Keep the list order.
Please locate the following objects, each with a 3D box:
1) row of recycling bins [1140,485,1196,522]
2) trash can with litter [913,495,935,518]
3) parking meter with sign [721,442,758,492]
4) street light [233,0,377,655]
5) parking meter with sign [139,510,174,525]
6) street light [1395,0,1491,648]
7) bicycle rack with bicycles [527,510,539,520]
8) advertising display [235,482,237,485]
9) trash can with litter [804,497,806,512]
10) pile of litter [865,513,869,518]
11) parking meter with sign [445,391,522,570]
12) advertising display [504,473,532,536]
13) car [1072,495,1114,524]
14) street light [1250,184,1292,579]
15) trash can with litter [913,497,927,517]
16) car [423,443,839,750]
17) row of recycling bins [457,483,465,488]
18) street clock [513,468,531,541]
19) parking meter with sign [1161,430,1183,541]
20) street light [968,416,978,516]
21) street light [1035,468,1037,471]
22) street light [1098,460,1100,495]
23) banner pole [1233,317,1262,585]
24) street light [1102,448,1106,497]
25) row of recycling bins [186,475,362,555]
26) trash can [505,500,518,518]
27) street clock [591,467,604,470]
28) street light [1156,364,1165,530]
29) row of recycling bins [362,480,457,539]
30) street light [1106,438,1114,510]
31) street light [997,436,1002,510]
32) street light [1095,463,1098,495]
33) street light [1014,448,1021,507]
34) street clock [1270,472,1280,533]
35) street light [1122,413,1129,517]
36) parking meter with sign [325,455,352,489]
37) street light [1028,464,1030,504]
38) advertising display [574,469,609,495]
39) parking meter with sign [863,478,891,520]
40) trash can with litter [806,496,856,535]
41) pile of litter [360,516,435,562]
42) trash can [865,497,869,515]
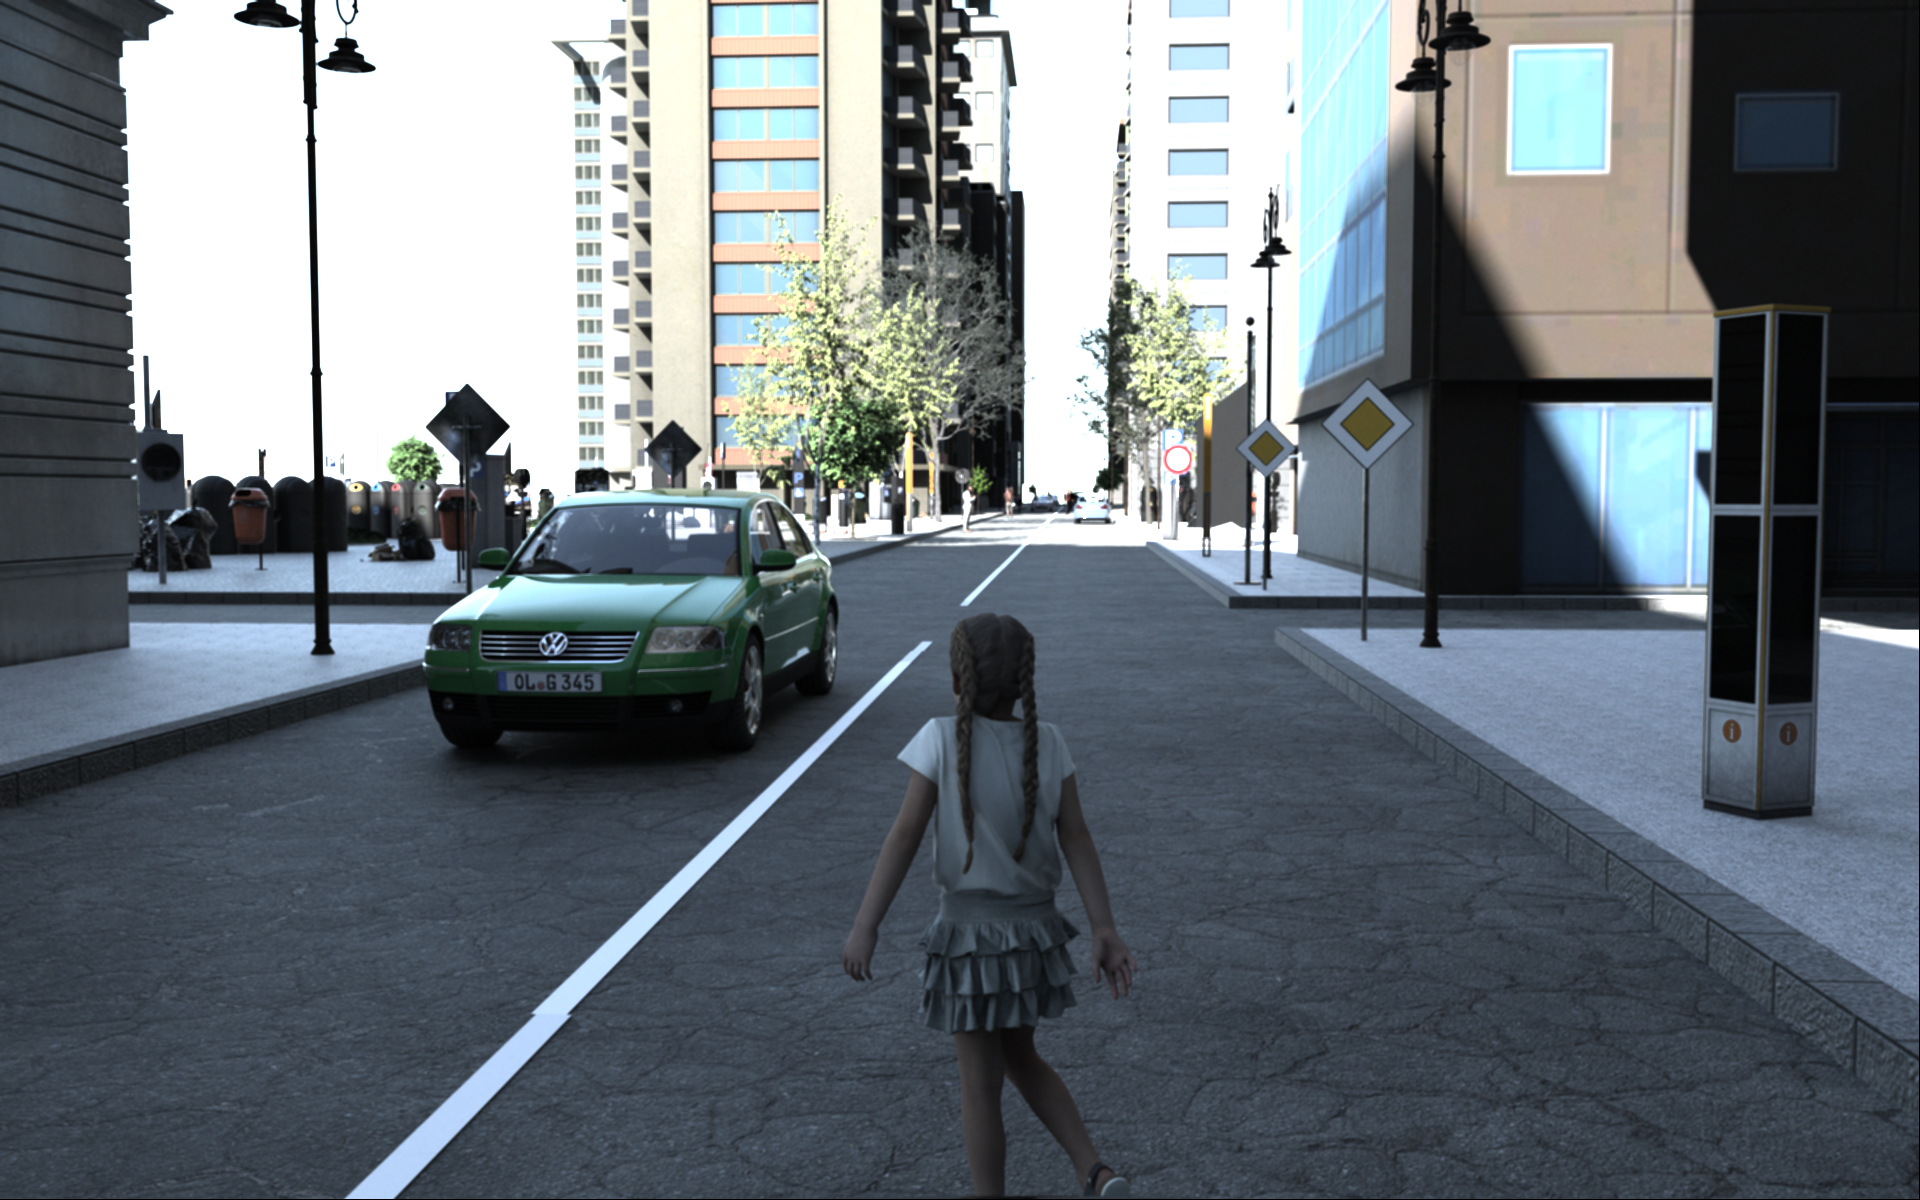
[{"bbox_3d":[9.778,-4.383,78.779,3.534,1.692,1.069,3,4,36],"label":"row of recycling bins"},{"bbox_3d":[-1.851,-4.922,91.526,2.233,1.210,1.678,-2,4,-25],"label":"trash can with litter"},{"bbox_3d":[-7.206,-3.828,58.853,1.738,3.016,0.543,-1,4,-13],"label":"parking meter with sign"},{"bbox_3d":[-5.114,-2.503,13.719,0.468,5.910,1.993,0,4,4],"label":"street light"},{"bbox_3d":[-18.671,-2.632,39.293,1.738,3.016,0.543,-3,5,-40],"label":"parking meter with sign"},{"bbox_3d":[3.956,-2.544,14.375,0.468,5.910,1.993,0,4,4],"label":"street light"},{"bbox_3d":[-19.053,-3.602,72.270,2.852,0.926,2.925,1,4,22],"label":"bicycle rack with bicycles"},{"bbox_3d":[-38.446,-5.380,93.175,0.974,1.923,0.123,-3,5,-39],"label":"advertising display"},{"bbox_3d":[-8.759,-5.025,93.548,0.624,1.170,1.055,-3,4,-37],"label":"trash can with litter"},{"bbox_3d":[-5.459,-4.865,93.500,1.719,0.858,1.176,-2,4,-35],"label":"pile of litter"},{"bbox_3d":[-8.227,-2.070,30.098,0.543,3.016,1.738,1,4,14],"label":"parking meter with sign"},{"bbox_3d":[-13.623,-2.936,53.217,0.123,1.923,0.974,3,5,45],"label":"advertising display"},{"bbox_3d":[6.454,-4.419,84.261,2.014,1.417,4.499,0,4,6],"label":"car"},{"bbox_3d":[4.672,-3.267,26.201,0.468,5.910,1.993,0,4,4],"label":"street light"},{"bbox_3d":[-2.267,-5.160,95.754,1.055,1.170,0.624,0,4,0],"label":"trash can with litter"},{"bbox_3d":[-1.911,-0.144,11.145,1.959,1.807,4.718,0,4,5],"label":"car"},{"bbox_3d":[-18.410,-3.451,63.536,1.069,1.692,3.534,0,4,7],"label":"row of recycling bins"},{"bbox_3d":[-12.089,-2.648,47.863,0.358,2.002,0.471,2,4,28],"label":"street clock"},{"bbox_3d":[5.813,-3.155,47.850,0.543,3.016,1.738,0,4,3],"label":"parking meter with sign"},{"bbox_3d":[0.752,-7.802,100.349,0.468,5.910,1.993,0,4,4],"label":"street light"},{"bbox_3d":[11.162,-17.262,255.016,0.468,5.910,1.993,0,4,4],"label":"street light"},{"bbox_3d":[15.381,-13.034,185.888,0.468,5.910,1.993,0,4,4],"label":"street light"},{"bbox_3d":[4.085,-2.098,24.320,0.401,3.779,0.863,0,4,2],"label":"banner pole"},{"bbox_3d":[14.583,-12.294,173.799,0.468,5.910,1.993,0,4,4],"label":"street light"},{"bbox_3d":[-15.000,-1.880,37.844,1.069,1.692,3.534,3,4,36],"label":"row of recycling bins"},{"bbox_3d":[-10.276,-1.658,38.763,0.748,1.137,0.748,0,3,0],"label":"trash can"},{"bbox_3d":[-9.826,-2.596,47.017,0.358,2.002,0.471,1,4,17],"label":"street clock"},{"bbox_3d":[7.116,-5.448,61.860,0.468,5.910,1.993,0,4,4],"label":"street light"},{"bbox_3d":[-16.399,-2.638,50.246,3.534,1.692,1.069,2,4,28],"label":"row of recycling bins"},{"bbox_3d":[12.126,-10.098,137.888,0.468,5.910,1.993,0,4,4],"label":"street light"},{"bbox_3d":[3.138,-9.995,136.208,0.468,5.910,1.993,0,4,4],"label":"street light"},{"bbox_3d":[17.720,-15.208,221.434,0.468,5.910,1.993,0,4,4],"label":"street light"},{"bbox_3d":[5.521,-12.169,171.751,0.468,5.910,1.993,0,4,4],"label":"street light"},{"bbox_3d":[10.253,-3.178,56.531,0.358,2.002,0.471,-1,4,-11],"label":"street clock"},{"bbox_3d":[9.783,-7.924,102.342,0.468,5.910,1.993,0,4,4],"label":"street light"},{"bbox_3d":[-27.616,-4.973,77.574,1.738,3.016,0.543,2,4,32],"label":"parking meter with sign"},{"bbox_3d":[8.732,-15.088,219.476,0.468,5.910,1.993,0,4,4],"label":"street light"},{"bbox_3d":[-9.663,-2.462,45.473,0.974,1.923,0.123,-3,5,-41],"label":"advertising display"},{"bbox_3d":[-4.079,-5.415,84.790,1.738,3.016,0.543,3,5,39],"label":"parking meter with sign"},{"bbox_3d":[-4.054,-2.676,54.803,2.233,1.210,1.678,-3,5,-43],"label":"trash can with litter"},{"bbox_3d":[-10.901,-1.197,33.532,1.176,0.858,1.719,3,4,38],"label":"pile of litter"},{"bbox_3d":[-5.031,-5.143,95.749,0.748,1.137,0.748,0,3,0],"label":"trash can"}]
